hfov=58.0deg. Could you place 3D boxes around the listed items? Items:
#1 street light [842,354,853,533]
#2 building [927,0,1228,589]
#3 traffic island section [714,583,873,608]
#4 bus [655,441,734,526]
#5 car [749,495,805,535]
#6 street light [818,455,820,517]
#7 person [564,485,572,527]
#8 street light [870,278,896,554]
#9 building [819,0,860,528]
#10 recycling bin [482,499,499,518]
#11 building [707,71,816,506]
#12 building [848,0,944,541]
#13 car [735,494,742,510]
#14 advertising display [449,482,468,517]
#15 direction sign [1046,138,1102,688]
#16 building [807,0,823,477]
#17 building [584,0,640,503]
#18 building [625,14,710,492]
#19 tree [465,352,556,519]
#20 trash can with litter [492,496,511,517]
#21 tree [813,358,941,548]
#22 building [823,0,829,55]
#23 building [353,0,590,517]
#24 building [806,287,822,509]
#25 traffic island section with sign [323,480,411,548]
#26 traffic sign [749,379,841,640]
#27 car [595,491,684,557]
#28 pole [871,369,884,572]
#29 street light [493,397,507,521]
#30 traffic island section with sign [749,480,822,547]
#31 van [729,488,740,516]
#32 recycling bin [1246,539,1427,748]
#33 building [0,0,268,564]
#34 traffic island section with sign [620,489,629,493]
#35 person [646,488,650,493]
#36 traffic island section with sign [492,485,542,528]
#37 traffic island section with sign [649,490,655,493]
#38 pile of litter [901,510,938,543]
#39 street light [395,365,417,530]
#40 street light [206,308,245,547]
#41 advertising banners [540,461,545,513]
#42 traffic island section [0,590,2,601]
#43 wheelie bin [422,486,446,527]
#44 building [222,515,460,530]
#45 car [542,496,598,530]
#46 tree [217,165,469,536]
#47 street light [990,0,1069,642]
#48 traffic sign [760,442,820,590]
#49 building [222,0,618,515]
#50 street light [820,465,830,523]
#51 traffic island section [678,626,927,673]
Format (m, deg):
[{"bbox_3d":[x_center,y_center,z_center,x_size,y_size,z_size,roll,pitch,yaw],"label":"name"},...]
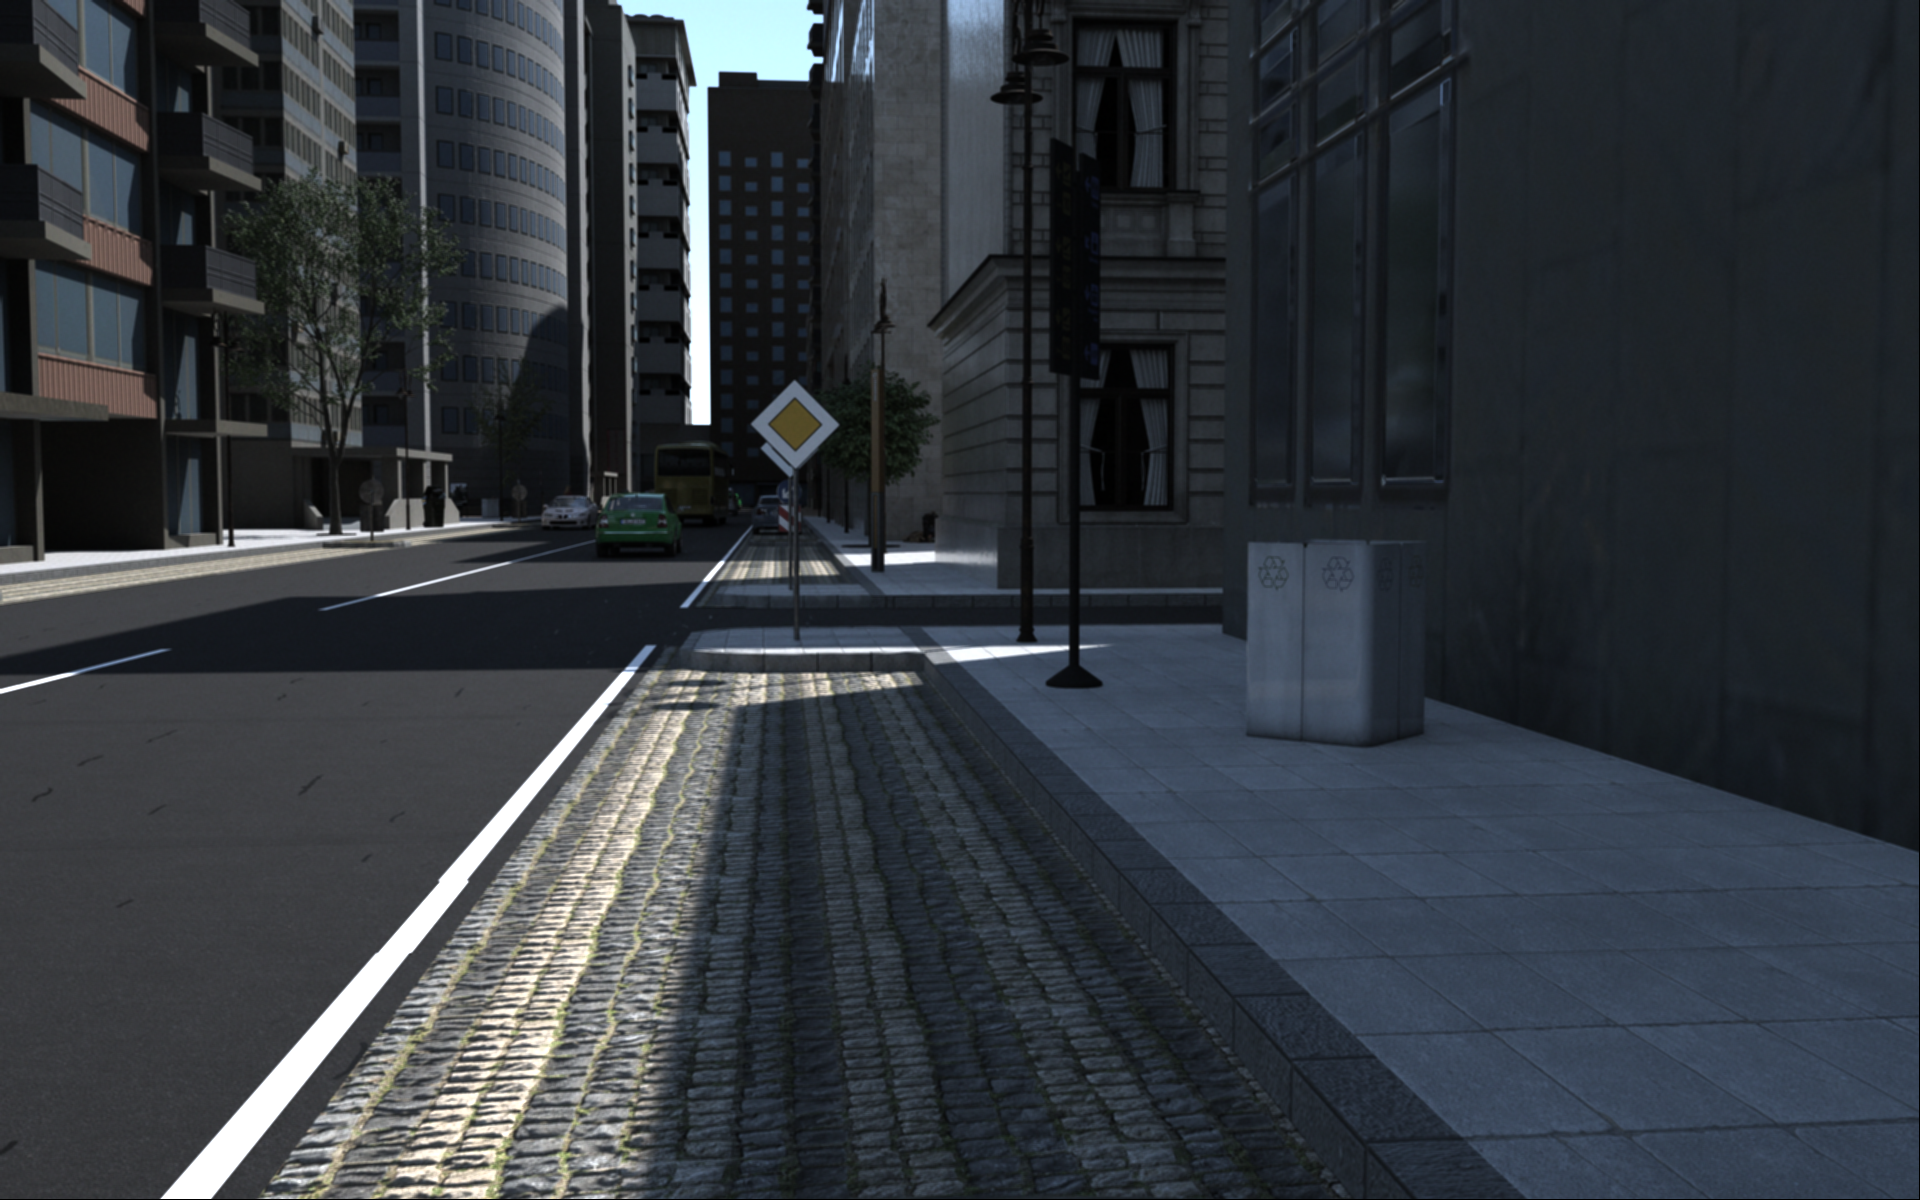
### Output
[{"bbox_3d":[-3.754,-5.159,57.130,0.468,5.910,1.993,0,4,-6],"label":"street light"},{"bbox_3d":[9.036,-10.016,28.390,19.286,19.102,10.561,0,4,-6],"label":"building"},{"bbox_3d":[-2.245,-0.055,23.186,2.009,0.180,2.903,0,4,-6],"label":"traffic island section"},{"bbox_3d":[-12.224,-5.414,80.061,2.896,3.916,12.252,0,4,-4],"label":"bus"},{"bbox_3d":[-6.559,-3.060,62.028,2.014,1.417,4.499,0,4,-6],"label":"car"},{"bbox_3d":[-7.875,-7.591,96.897,0.468,5.910,1.993,0,4,-6],"label":"street light"},{"bbox_3d":[-17.285,-4.157,76.438,0.573,1.828,0.580,-2,4,-34],"label":"person"},{"bbox_3d":[-1.652,-3.943,37.251,0.468,5.910,1.993,0,4,-6],"label":"street light"},{"bbox_3d":[3.495,-16.946,81.585,19.350,26.468,34.151,0,4,-6],"label":"building"},{"bbox_3d":[-25.136,-4.903,92.716,0.722,1.027,0.722,-3,4,-36],"label":"recycling bin"},{"bbox_3d":[-19.755,-32.884,187.768,14.200,45.320,14.600,0,4,-6],"label":"building"},{"bbox_3d":[1.980,-12.277,55.477,10.420,20.320,16.860,0,4,-6],"label":"building"},{"bbox_3d":[-20.382,-8.892,154.184,1.959,1.807,4.718,0,4,-5],"label":"car"},{"bbox_3d":[-27.752,-5.545,95.879,0.974,1.923,0.123,-1,4,-18],"label":"advertising display"},{"bbox_3d":[0.765,-1.193,11.507,0.379,3.537,0.876,2,4,24],"label":"direction sign"},{"bbox_3d":[-0.285,-29.122,130.771,22.147,44.769,28.867,0,4,-6],"label":"building"},{"bbox_3d":[-41.196,-32.776,159.586,21.600,48.544,21.300,0,4,-6],"label":"building"},{"bbox_3d":[-41.320,-36.872,192.091,27.495,52.752,28.713,0,4,-6],"label":"building"},{"bbox_3d":[-22.933,-8.468,88.809,4.737,8.622,4.395,0,3,0],"label":"tree"},{"bbox_3d":[-25.471,-5.174,95.989,1.055,1.170,0.624,-3,5,-41],"label":"trash can with litter"},{"bbox_3d":[-2.095,-3.567,42.034,4.285,4.588,4.351,0,3,0],"label":"tree"},{"bbox_3d":[-1.465,-28.068,109.021,14.600,45.320,14.200,0,4,-6],"label":"building"},{"bbox_3d":[-35.697,-34.639,108.344,21.231,58.520,28.212,0,4,-6],"label":"building"},{"bbox_3d":[-0.106,-19.293,160.484,27.650,21.520,28.899,0,4,-6],"label":"building"},{"bbox_3d":[-15.864,-2.317,46.511,1.989,1.847,2.006,0,4,-6],"label":"traffic island section with sign"},{"bbox_3d":[-1.439,-0.705,15.165,0.795,2.450,0.064,0,4,-6],"label":"traffic sign"},{"bbox_3d":[-7.528,-1.960,40.835,1.959,1.807,4.718,0,4,-6],"label":"car"},{"bbox_3d":[-1.355,-2.116,28.443,0.158,3.312,0.155,0,3,0],"label":"pole"},{"bbox_3d":[-21.967,-6.731,82.831,0.468,5.910,1.993,0,4,-6],"label":"street light"},{"bbox_3d":[-4.810,-2.389,47.683,1.989,1.847,2.006,0,4,-6],"label":"traffic island section with sign"},{"bbox_3d":[-15.533,-6.559,114.257,2.013,2.044,4.112,0,4,-5],"label":"van"},{"bbox_3d":[2.003,0.204,9.213,0.722,1.027,0.722,3,5,39],"label":"recycling bin"},{"bbox_3d":[-27.423,-23.166,33.383,22.147,44.769,28.867,0,4,-6],"label":"building"},{"bbox_3d":[-23.938,-7.046,123.830,1.989,1.847,2.006,0,4,-6],"label":"traffic island section with sign"},{"bbox_3d":[-20.790,-6.533,115.189,0.709,1.838,0.599,0,4,-4],"label":"person"},{"bbox_3d":[-18.656,-3.957,73.322,1.989,1.847,2.006,0,4,-6],"label":"traffic island section with sign"},{"bbox_3d":[-26.735,-8.686,150.640,1.989,1.847,2.006,0,4,-6],"label":"traffic island section with sign"},{"bbox_3d":[-1.040,-1.966,46.116,1.176,0.858,1.719,1,4,19],"label":"pile of litter"},{"bbox_3d":[-19.835,-5.462,62.093,0.468,5.910,1.993,0,4,-6],"label":"street light"},{"bbox_3d":[-17.790,-4.240,42.107,0.468,5.910,1.993,0,4,-6],"label":"street light"},{"bbox_3d":[-22.638,-5.973,93.849,0.090,3.025,2.074,-1,4,-10],"label":"advertising banners"},{"bbox_3d":[-13.625,0.017,22.007,2.009,0.180,2.903,0,4,-6],"label":"traffic island section"},{"bbox_3d":[-20.269,-3.605,66.853,0.693,1.594,0.980,2,4,34],"label":"wheelie bin"},{"bbox_3d":[-37.497,-22.945,67.031,32.217,40.220,23.993,0,4,-6],"label":"building"},{"bbox_3d":[-15.879,-3.568,70.696,2.083,1.381,4.827,0,4,-5],"label":"car"},{"bbox_3d":[-19.439,-7.838,53.914,9.928,11.665,9.643,0,3,0],"label":"tree"},{"bbox_3d":[0.580,-2.574,14.876,0.468,5.910,1.993,0,4,-6],"label":"street light"},{"bbox_3d":[-2.268,-1.190,23.107,0.795,2.450,0.064,0,4,-6],"label":"traffic sign"},{"bbox_3d":[-43.782,-27.110,135.123,32.217,40.220,23.993,0,4,-6],"label":"building"},{"bbox_3d":[-5.862,-6.374,77.009,0.468,5.910,1.993,0,4,-6],"label":"street light"},{"bbox_3d":[-1.416,0.430,15.244,2.009,0.180,2.903,0,4,-6],"label":"traffic island section"}]
